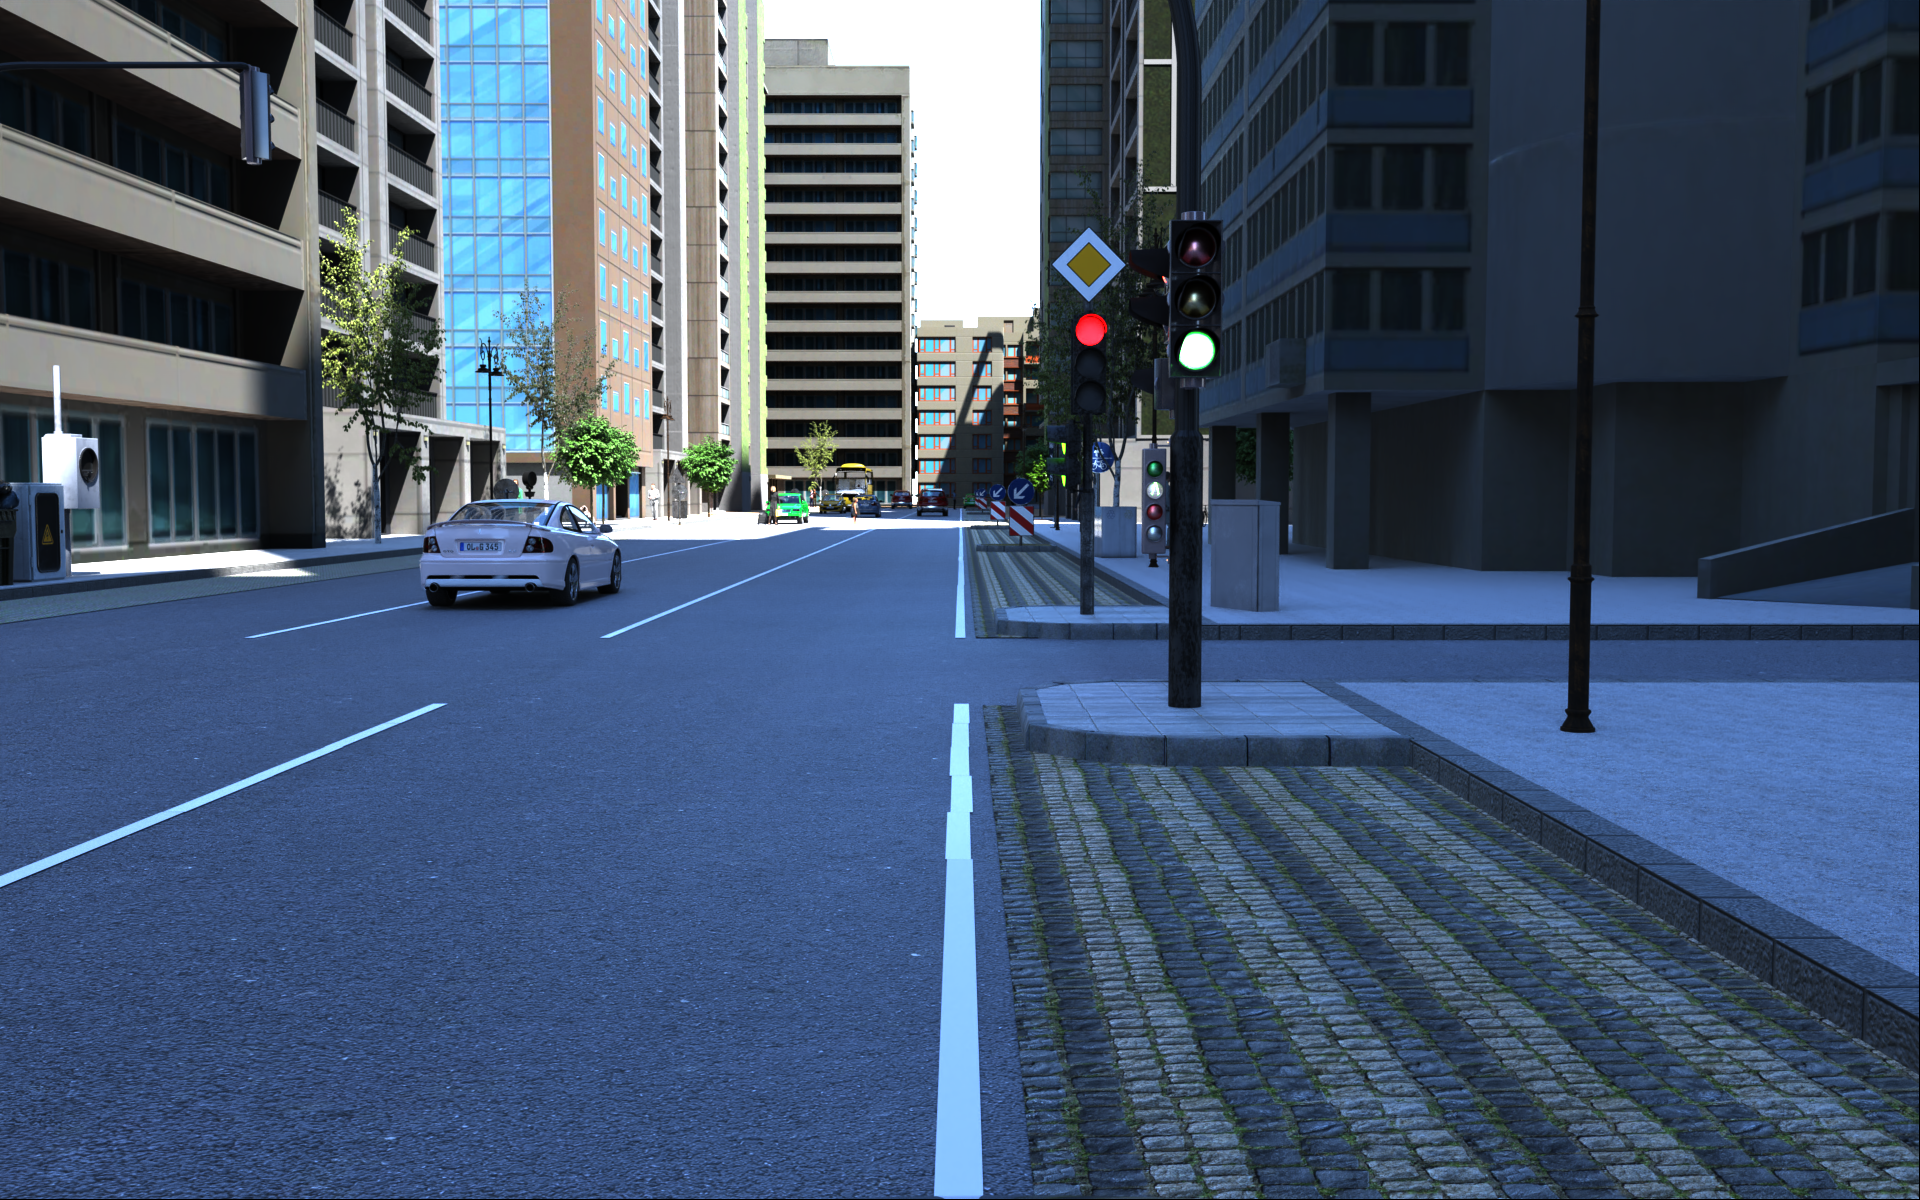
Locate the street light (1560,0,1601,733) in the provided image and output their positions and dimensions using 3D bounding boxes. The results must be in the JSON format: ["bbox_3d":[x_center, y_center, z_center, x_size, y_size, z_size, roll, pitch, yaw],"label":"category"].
[{"bbox_3d":[3.347,-2.227,9.205,0.468,5.910,1.993,0,3,0],"label":"street light"}]

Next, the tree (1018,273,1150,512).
[{"bbox_3d":[4.052,-6.391,54.852,4.737,8.622,4.395,0,3,0],"label":"tree"}]

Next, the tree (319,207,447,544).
[{"bbox_3d":[-15.048,-5.755,44.453,4.737,8.622,4.395,0,3,0],"label":"tree"}]

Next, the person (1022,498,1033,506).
[{"bbox_3d":[3.847,-5.867,102.068,0.705,1.812,1.348,3,5,40],"label":"person"}]

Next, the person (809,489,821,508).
[{"bbox_3d":[-13.818,-9.695,165.073,1.217,1.766,0.721,-2,4,-33],"label":"person"}]

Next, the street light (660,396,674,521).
[{"bbox_3d":[-13.839,-6.687,82.128,0.468,5.910,1.993,0,3,0],"label":"street light"}]

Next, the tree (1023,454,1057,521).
[{"bbox_3d":[3.823,-5.444,83.603,1.663,3.219,1.824,0,3,0],"label":"tree"}]

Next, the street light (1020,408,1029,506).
[{"bbox_3d":[3.448,-7.361,93.146,0.468,5.910,1.993,0,3,0],"label":"street light"}]

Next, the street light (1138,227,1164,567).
[{"bbox_3d":[3.398,-3.513,30.229,0.468,5.910,1.993,0,3,0],"label":"street light"}]

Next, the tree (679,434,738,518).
[{"bbox_3d":[-13.764,-6.825,95.303,4.285,4.588,4.351,0,3,0],"label":"tree"}]

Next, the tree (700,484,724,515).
[{"bbox_3d":[-14.831,-6.708,104.273,1.663,3.219,1.824,0,3,0],"label":"tree"}]

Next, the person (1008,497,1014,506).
[{"bbox_3d":[4.171,-8.089,139.008,0.721,1.735,1.217,2,4,32],"label":"person"}]

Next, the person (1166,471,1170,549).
[{"bbox_3d":[4.812,-2.103,40.528,0.391,1.810,0.635,-2,4,-25],"label":"person"}]

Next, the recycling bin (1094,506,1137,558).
[{"bbox_3d":[3.148,-1.378,35.090,0.722,1.027,0.722,-1,4,-9],"label":"recycling bin"}]

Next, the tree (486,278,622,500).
[{"bbox_3d":[-14.126,-6.701,59.926,4.360,8.622,3.978,0,3,0],"label":"tree"}]

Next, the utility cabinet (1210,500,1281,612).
[{"bbox_3d":[3.181,-0.500,19.337,0.306,1.237,1.020,-1,4,-22],"label":"utility cabinet"}]

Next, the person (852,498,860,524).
[{"bbox_3d":[-4.907,-4.209,81.981,0.373,1.253,0.362,1,4,20],"label":"person"}]

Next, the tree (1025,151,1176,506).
[{"bbox_3d":[3.401,-5.350,37.832,4.360,8.622,3.978,0,3,0],"label":"tree"}]

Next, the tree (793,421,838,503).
[{"bbox_3d":[-14.025,-13.509,171.240,4.737,8.622,4.395,0,3,0],"label":"tree"}]

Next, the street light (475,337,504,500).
[{"bbox_3d":[-13.818,-4.784,51.007,0.468,5.910,1.993,0,3,0],"label":"street light"}]

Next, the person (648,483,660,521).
[{"bbox_3d":[-14.748,-4.708,83.223,0.606,1.804,0.583,0,4,4],"label":"person"}]

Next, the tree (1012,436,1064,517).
[{"bbox_3d":[4.447,-6.975,97.749,4.285,4.588,4.351,0,3,0],"label":"tree"}]

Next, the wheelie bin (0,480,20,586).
[{"bbox_3d":[-13.602,-0.997,24.211,0.693,1.594,0.980,0,4,4],"label":"wheelie bin"}]

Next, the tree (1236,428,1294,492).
[{"bbox_3d":[10.005,-4.454,56.539,4.285,4.588,4.351,0,3,0],"label":"tree"}]

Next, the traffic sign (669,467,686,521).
[{"bbox_3d":[-13.655,-5.109,83.543,0.884,2.594,0.081,0,4,1],"label":"traffic sign"}]

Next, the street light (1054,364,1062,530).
[{"bbox_3d":[3.467,-5.417,61.350,0.468,5.910,1.993,0,3,0],"label":"street light"}]

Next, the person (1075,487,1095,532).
[{"bbox_3d":[3.777,-2.794,52.146,0.576,1.772,0.534,-1,4,-23],"label":"person"}]

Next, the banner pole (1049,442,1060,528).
[{"bbox_3d":[3.516,-4.619,65.541,0.401,3.779,0.863,2,4,26],"label":"banner pole"}]

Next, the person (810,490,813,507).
[{"bbox_3d":[-14.263,-9.746,166.330,0.436,1.711,0.756,-1,4,-19],"label":"person"}]

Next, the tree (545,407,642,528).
[{"bbox_3d":[-13.963,-4.983,65.181,4.285,4.588,4.351,0,3,0],"label":"tree"}]

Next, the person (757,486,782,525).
[{"bbox_3d":[-8.813,-4.381,80.355,0.699,1.804,1.509,-2,4,-30],"label":"person"}]

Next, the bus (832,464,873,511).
[{"bbox_3d":[-8.697,-9.281,143.288,2.896,3.916,12.252,0,4,0],"label":"bus"}]

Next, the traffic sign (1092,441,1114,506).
[{"bbox_3d":[3.359,-2.564,42.029,0.768,2.556,0.104,0,4,3],"label":"traffic sign"}]

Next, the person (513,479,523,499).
[{"bbox_3d":[-15.140,-3.226,59.040,0.600,1.795,0.529,-1,4,-9],"label":"person"}]

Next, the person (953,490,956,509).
[{"bbox_3d":[-0.460,-9.366,161.627,0.705,1.826,1.348,0,4,0],"label":"person"}]
